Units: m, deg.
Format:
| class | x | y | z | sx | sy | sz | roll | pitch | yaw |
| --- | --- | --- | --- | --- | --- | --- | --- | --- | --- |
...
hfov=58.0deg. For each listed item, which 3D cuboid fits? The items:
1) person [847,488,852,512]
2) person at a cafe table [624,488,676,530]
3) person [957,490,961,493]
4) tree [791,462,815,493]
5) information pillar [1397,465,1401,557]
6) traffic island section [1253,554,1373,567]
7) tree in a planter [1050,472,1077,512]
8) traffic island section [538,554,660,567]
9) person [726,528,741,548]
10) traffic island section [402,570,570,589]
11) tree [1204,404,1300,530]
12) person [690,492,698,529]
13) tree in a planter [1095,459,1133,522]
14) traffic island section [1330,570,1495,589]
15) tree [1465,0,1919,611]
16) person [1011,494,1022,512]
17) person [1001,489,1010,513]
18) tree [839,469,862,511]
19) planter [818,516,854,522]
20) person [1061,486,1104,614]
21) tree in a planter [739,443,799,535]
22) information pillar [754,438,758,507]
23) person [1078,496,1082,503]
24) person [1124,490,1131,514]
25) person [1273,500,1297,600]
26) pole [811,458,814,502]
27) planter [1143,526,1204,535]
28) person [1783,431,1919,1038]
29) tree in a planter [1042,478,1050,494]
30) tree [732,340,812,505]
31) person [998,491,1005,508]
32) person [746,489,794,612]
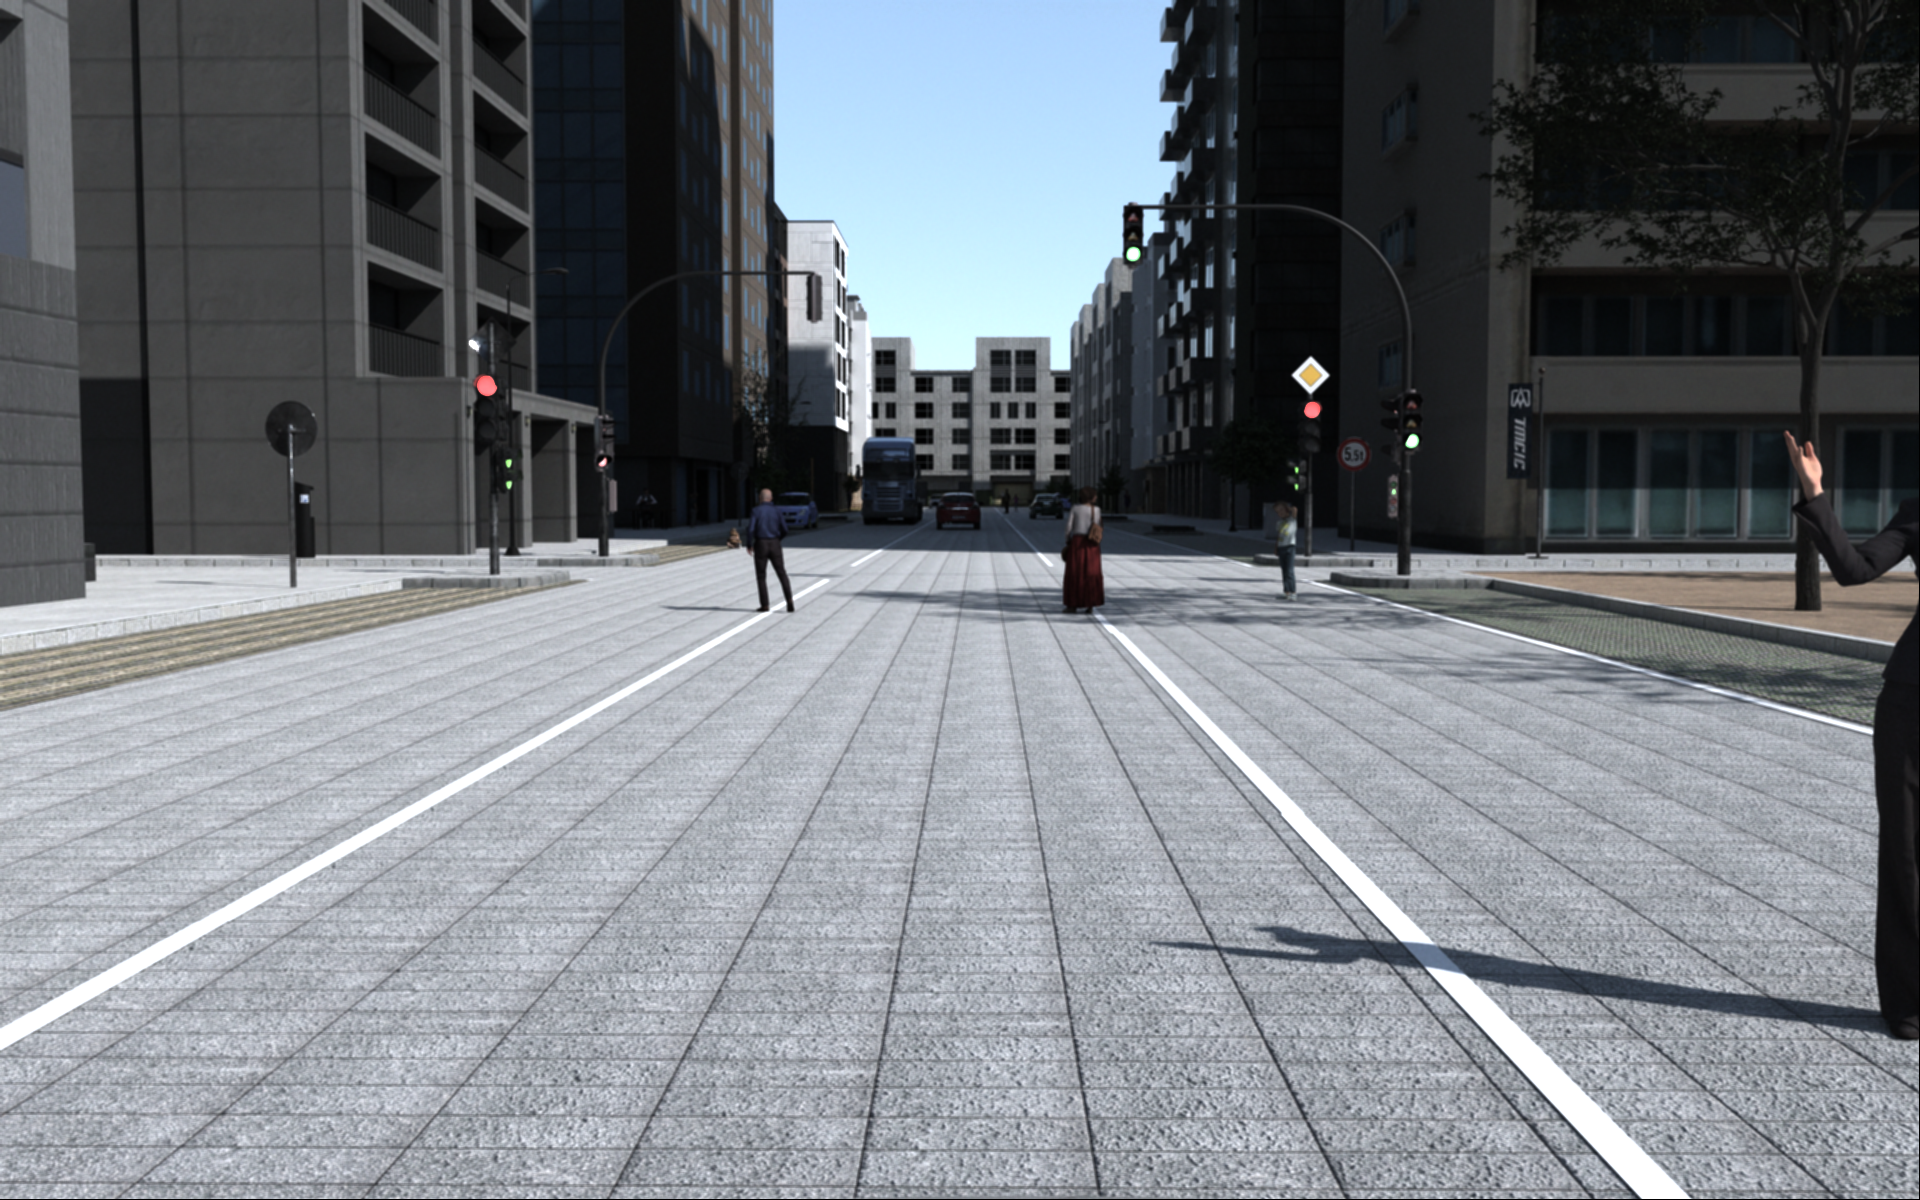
| class | x | y | z | sx | sy | sz | roll | pitch | yaw |
| --- | --- | --- | --- | --- | --- | --- | --- | --- | --- |
| person | -8.069 | -7.307 | 126.425 | 0.541 | 1.710 | 0.530 | -3 | 5 | -40 |
| person at a cafe table | -11.361 | -3.336 | 63.055 | 1.698 | 1.524 | 1.622 | -2 | 4 | -23 |
| person | -0.007 | -7.957 | 139.037 | 0.568 | 1.767 | 0.683 | 0 | 4 | -5 |
| tree | -9.724 | -6.823 | 106.156 | 1.663 | 3.219 | 1.824 | 0 | 3 | 0 |
| information pillar | 9.029 | -2.685 | 35.253 | 0.183 | 3.616 | 0.504 | 1 | 4 | 9 |
| traffic island section | 7.139 | -0.804 | 35.429 | 2.009 | 0.180 | 2.903 | 0 | 4 | 1 |
| tree in a planter | 8.396 | -8.558 | 137.146 | 1.991 | 3.239 | 1.994 | 0 | 4 | 1 |
| traffic island section | -7.341 | -0.815 | 35.611 | 2.009 | 0.180 | 2.903 | 0 | 4 | 1 |
| person | -5.947 | -1.625 | 45.544 | 0.381 | 0.543 | 0.357 | 0 | 4 | 4 |
| traffic island section | -7.439 | -0.327 | 27.627 | 2.009 | 0.180 | 2.903 | 0 | 4 | 1 |
| tree | 10.604 | -4.836 | 62.785 | 4.285 | 4.588 | 4.351 | 0 | 3 | 0 |
| person | -9.941 | -3.340 | 64.557 | 0.435 | 1.345 | 0.340 | 2 | 4 | 27 |
| tree in a planter | 7.794 | -5.579 | 88.440 | 1.991 | 3.239 | 1.994 | 0 | 4 | 1 |
| traffic island section | 7.041 | -0.316 | 27.444 | 2.009 | 0.180 | 2.903 | 0 | 4 | 1 |
| tree | 9.019 | -5.157 | 18.736 | 7.601 | 10.594 | 8.767 | -1 | 4 | -13 |
| person | 4.543 | -7.809 | 139.405 | 0.991 | 1.433 | 0.599 | -2 | 4 | -27 |
| person | 3.450 | -7.337 | 128.555 | 0.705 | 1.812 | 1.348 | -2 | 4 | -24 |
| tree | -8.306 | -8.441 | 132.610 | 1.663 | 3.219 | 1.824 | 0 | 3 | 0 |
| planter | -6.378 | -4.069 | 87.675 | 1.991 | 0.319 | 1.994 | 0 | 4 | 1 |
| person | 1.476 | -0.602 | 20.811 | 0.523 | 1.526 | 0.387 | 0 | 4 | 7 |
| tree in a planter | -6.706 | -3.879 | 60.645 | 1.991 | 3.239 | 1.994 | 0 | 4 | 1 |
| information pillar | -8.618 | -5.002 | 73.137 | 0.183 | 3.616 | 0.504 | -1 | 4 | -17 |
| person | 10.490 | -8.571 | 149.372 | 0.799 | 1.438 | 0.628 | 3 | 4 | 38 |
| person | 10.689 | -6.221 | 110.120 | 0.453 | 1.535 | 0.546 | -3 | 4 | -37 |
| person | 4.430 | -0.678 | 23.497 | 0.435 | 1.345 | 0.340 | 3 | 5 | 42 |
| pole | -8.322 | -6.344 | 97.565 | 0.158 | 3.312 | 0.155 | 0 | 3 | 0 |
| planter | 7.455 | -2.424 | 60.780 | 1.991 | 0.319 | 1.994 | 0 | 4 | 1 |
| person | 2.525 | 0.295 | 4.481 | 0.742 | 1.727 | 0.445 | -1 | 4 | -16 |
| tree in a planter | 8.727 | -10.222 | 164.359 | 1.991 | 3.239 | 1.994 | 0 | 4 | 1 |
| tree | -9.420 | -8.147 | 83.569 | 4.360 | 8.622 | 3.978 | 0 | 3 | 0 |
| person | 4.444 | -10.320 | 177.957 | 1.217 | 1.736 | 0.721 | 1 | 4 | 18 |
| person | -2.288 | -0.607 | 21.125 | 0.574 | 1.496 | 0.600 | 0 | 4 | 2 |
